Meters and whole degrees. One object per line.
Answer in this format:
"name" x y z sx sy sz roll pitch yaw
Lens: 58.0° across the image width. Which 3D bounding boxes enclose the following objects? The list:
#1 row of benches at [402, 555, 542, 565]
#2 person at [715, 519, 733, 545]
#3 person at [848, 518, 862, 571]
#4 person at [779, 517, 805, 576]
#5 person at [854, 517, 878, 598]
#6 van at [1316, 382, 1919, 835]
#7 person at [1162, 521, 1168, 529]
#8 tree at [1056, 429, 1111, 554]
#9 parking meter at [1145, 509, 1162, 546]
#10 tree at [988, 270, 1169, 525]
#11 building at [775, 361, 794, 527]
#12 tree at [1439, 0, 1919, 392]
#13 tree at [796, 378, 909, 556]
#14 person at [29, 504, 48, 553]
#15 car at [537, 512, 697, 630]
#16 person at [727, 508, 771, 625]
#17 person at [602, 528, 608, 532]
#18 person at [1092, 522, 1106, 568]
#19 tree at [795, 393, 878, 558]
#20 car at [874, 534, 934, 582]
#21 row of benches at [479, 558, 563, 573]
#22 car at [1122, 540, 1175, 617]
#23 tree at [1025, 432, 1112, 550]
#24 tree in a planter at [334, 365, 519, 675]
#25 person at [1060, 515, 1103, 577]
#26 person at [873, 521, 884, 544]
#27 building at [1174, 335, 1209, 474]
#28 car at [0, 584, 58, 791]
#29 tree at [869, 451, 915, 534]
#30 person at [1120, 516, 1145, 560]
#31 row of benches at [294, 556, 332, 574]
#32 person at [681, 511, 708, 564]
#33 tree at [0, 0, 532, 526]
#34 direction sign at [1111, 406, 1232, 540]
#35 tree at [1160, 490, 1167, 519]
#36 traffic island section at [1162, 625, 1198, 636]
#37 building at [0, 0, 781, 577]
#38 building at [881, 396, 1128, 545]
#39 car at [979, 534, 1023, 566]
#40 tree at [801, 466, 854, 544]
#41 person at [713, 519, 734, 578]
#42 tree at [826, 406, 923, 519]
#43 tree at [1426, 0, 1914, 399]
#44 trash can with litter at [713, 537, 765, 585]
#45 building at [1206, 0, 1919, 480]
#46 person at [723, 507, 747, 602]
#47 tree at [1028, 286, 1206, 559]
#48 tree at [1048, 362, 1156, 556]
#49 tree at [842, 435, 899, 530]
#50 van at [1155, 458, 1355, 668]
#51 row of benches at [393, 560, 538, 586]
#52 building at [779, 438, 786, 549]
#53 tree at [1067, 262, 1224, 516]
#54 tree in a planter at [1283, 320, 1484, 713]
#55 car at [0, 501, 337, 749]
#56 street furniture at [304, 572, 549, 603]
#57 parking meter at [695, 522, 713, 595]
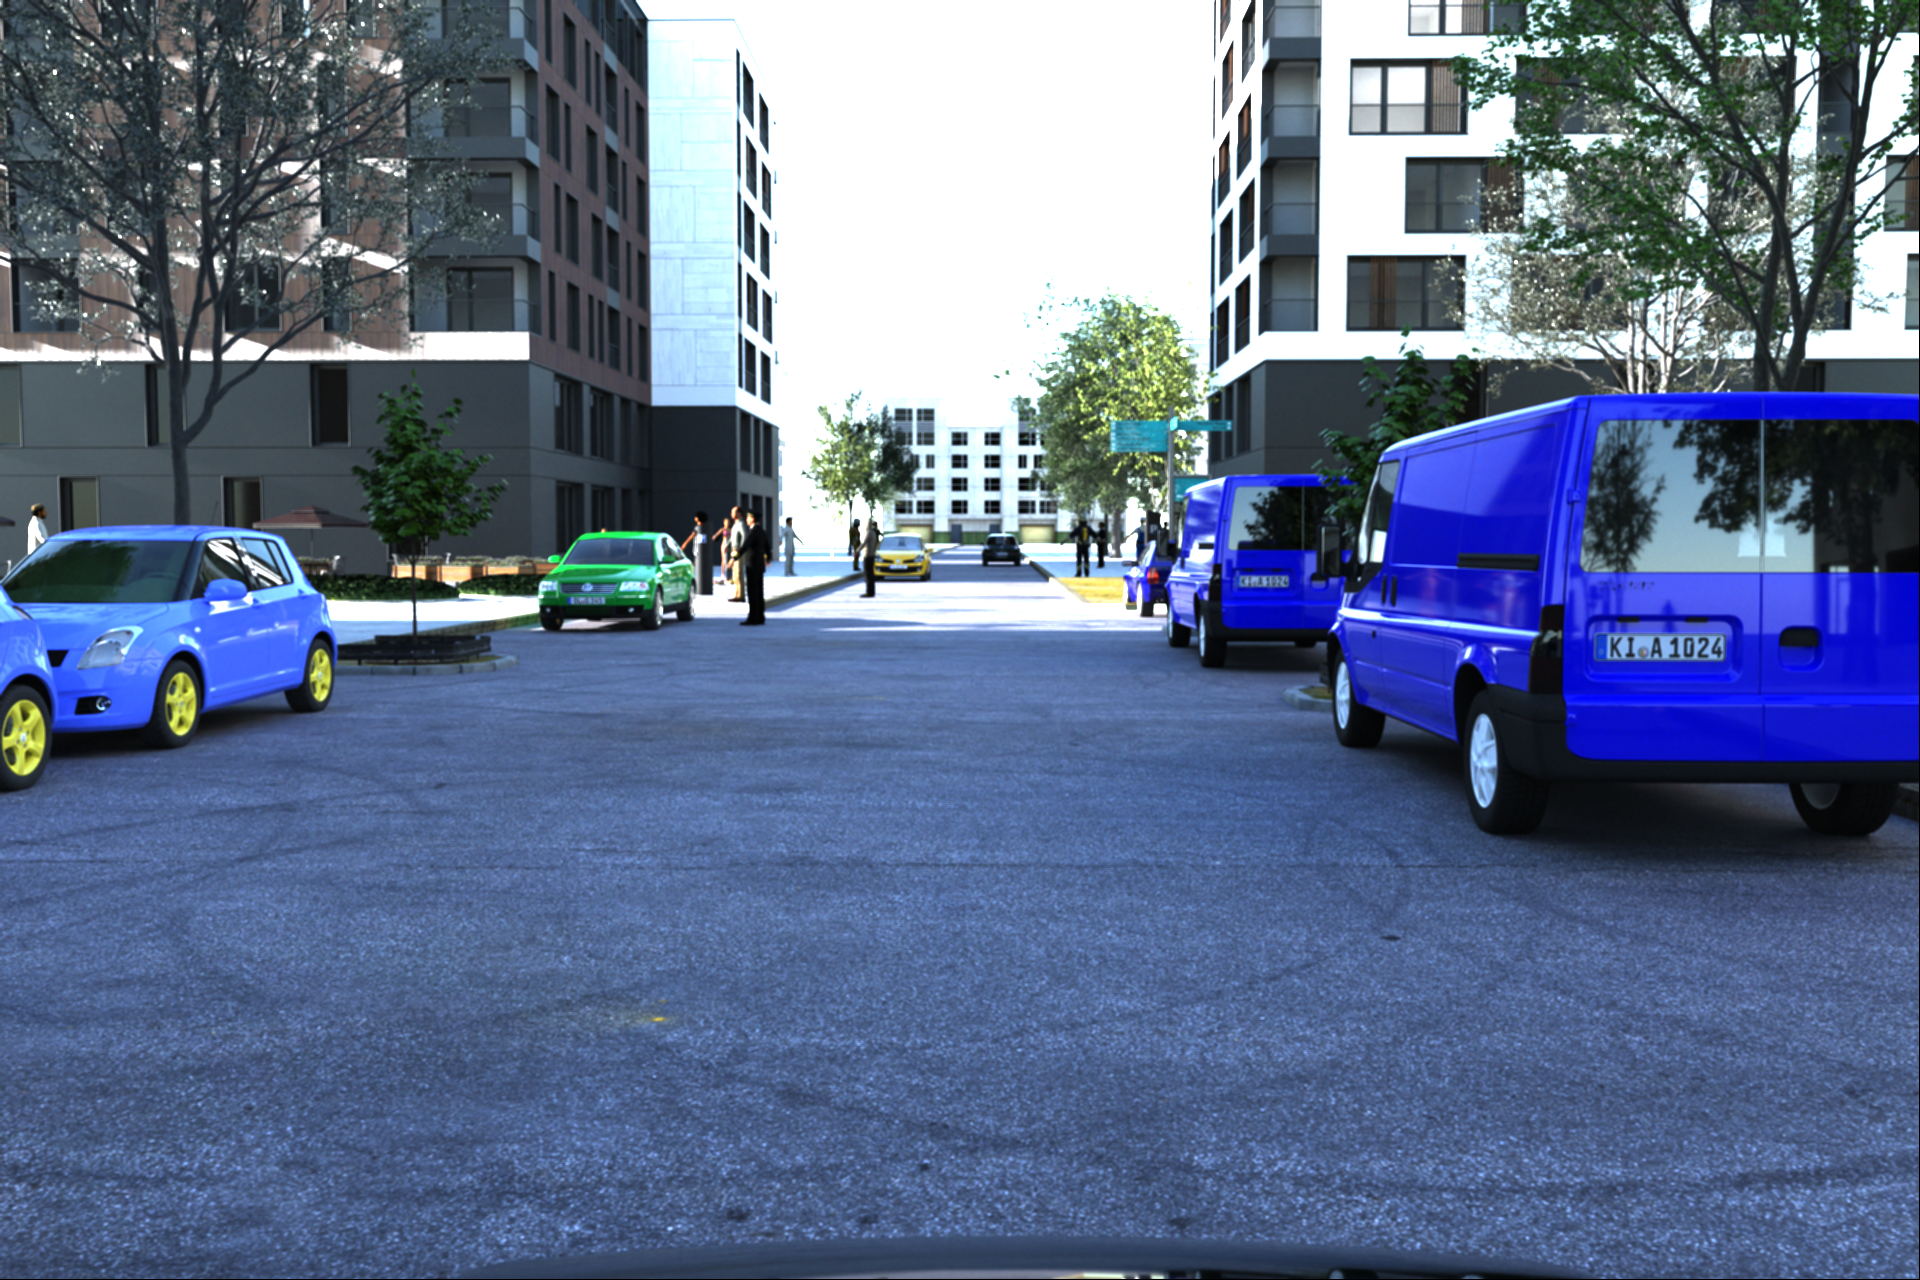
"row of benches" -14.021 -2.091 49.655 4.104 0.672 1.422 0 3 0
"person" -7.998 -3.312 60.376 1.346 1.802 0.704 1 4 22
"person" -3.585 -3.348 60.516 0.705 1.858 1.354 0 4 -1
"person" -5.199 -2.870 53.111 0.705 1.806 1.347 2 4 26
"person" -2.091 -1.871 39.184 0.705 1.813 1.348 1 4 15
"van" 3.462 -0.338 9.906 2.240 2.365 5.245 0 4 1
"person" 8.291 -3.885 69.658 0.704 1.812 1.346 -2 4 -24
"tree" 8.566 -9.882 111.927 4.360 8.622 3.978 0 3 0
"parking meter" 4.519 -2.124 40.443 0.399 1.863 0.255 0 4 0
"tree" 8.390 -16.405 124.117 12.611 20.169 13.585 0 3 0
"building" -24.661 -20.398 189.923 16.016 20.090 11.380 0 4 1
"tree" 9.761 -5.794 20.491 9.928 11.665 9.643 0 3 0
"tree" -6.247 -10.294 102.717 7.601 10.594 8.767 -3 5 -40
"person" -16.507 -1.532 31.133 0.704 1.819 1.344 -3 4 -36
"car" -5.326 -1.129 27.252 1.959 1.807 4.718 0 4 1
"person" -3.259 -1.157 27.303 0.705 1.837 1.347 1 4 20
"person" -9.520 -2.269 46.370 0.991 1.433 0.599 0 4 0
"person" 5.238 -3.585 65.337 0.721 1.740 1.216 -1 4 -16
"tree" -6.470 -8.620 91.301 4.737 8.622 4.395 0 3 0
"car" -1.796 -2.644 53.459 2.015 1.641 3.980 0 4 1
"row of benches" -10.490 -1.769 44.392 4.104 0.672 1.422 1 4 13
"car" 3.946 -1.143 31.275 1.945 1.354 3.894 0 3 0
"tree" 9.263 -12.415 137.396 8.767 10.594 7.601 0 4 6
"tree in a planter" -5.853 -1.301 18.498 1.991 3.239 1.994 0 4 1
"person" 3.682 -2.827 52.001 1.354 1.856 0.705 -1 4 -13
"person" -3.381 -3.905 70.031 0.705 1.806 1.347 3 5 41
"building" 24.930 -18.789 163.615 16.016 20.090 11.380 0 4 1
"car" -6.089 0.072 8.412 1.945 1.707 3.694 0 4 1
"tree" -6.199 -11.283 134.841 4.360 8.622 3.978 0 3 0
"person" 5.601 -2.902 53.310 1.347 1.847 0.705 0 4 0
"row of benches" -19.320 -1.940 47.181 4.104 0.672 1.422 -1 4 -15
"person" -6.196 -2.143 41.185 0.704 1.843 1.345 1 4 21
"tree" -11.049 -6.981 24.508 12.009 13.543 11.850 0 3 0
"direction sign" 4.404 -2.876 35.788 2.525 3.948 1.411 0 4 2
"tree" 30.519 -19.544 226.193 9.857 13.997 8.962 0 3 0
"traffic island section" 3.964 -0.138 25.117 1.991 0.108 1.994 0 4 0
"building" -22.906 -13.650 67.149 27.936 21.610 32.646 0 4 1
"building" 5.464 -22.046 229.364 31.486 18.905 16.747 0 4 -2
"car" 1.867 -4.202 78.490 2.009 1.686 4.222 0 4 1
"tree" -17.470 -18.023 229.090 7.601 10.594 8.767 0 4 -5
"person" -6.699 -2.651 50.147 1.217 1.733 0.721 -2 4 -32
"tree" -6.101 -11.560 123.422 8.767 10.594 7.601 3 4 37
"tree" 15.315 -7.832 38.421 12.009 13.543 11.850 0 3 0
"trash can with litter" -5.740 -2.033 44.290 1.678 1.210 2.233 0 4 0
"building" 23.258 -13.616 66.592 27.936 21.610 32.646 0 4 1
"person" -4.194 -1.610 32.591 0.705 1.796 1.348 -1 4 -21
"tree" 8.251 -11.254 90.666 9.857 13.997 8.962 0 3 0
"tree" 8.739 -10.760 101.675 9.928 11.665 9.643 0 3 0
"tree" -6.023 -10.133 116.029 4.737 8.622 4.395 0 3 0
"van" 3.555 -0.969 20.233 2.240 2.365 5.245 0 4 0
"row of benches" -11.567 -1.512 40.184 4.104 0.672 1.422 2 4 29
"building" -20.209 -13.116 156.599 9.099 9.664 28.070 0 4 2
"tree" 5.193 -5.874 46.400 4.737 8.622 4.395 0 3 0
"tree in a planter" 3.782 -1.057 14.511 1.991 3.239 1.994 0 4 1
"car" -6.012 -0.190 12.702 1.945 1.707 3.694 0 4 1
"street furniture" -13.091 -1.201 35.265 10.072 0.657 5.734 0 4 2
"parking meter" -5.368 -1.707 36.321 0.372 1.533 0.369 0 3 0
